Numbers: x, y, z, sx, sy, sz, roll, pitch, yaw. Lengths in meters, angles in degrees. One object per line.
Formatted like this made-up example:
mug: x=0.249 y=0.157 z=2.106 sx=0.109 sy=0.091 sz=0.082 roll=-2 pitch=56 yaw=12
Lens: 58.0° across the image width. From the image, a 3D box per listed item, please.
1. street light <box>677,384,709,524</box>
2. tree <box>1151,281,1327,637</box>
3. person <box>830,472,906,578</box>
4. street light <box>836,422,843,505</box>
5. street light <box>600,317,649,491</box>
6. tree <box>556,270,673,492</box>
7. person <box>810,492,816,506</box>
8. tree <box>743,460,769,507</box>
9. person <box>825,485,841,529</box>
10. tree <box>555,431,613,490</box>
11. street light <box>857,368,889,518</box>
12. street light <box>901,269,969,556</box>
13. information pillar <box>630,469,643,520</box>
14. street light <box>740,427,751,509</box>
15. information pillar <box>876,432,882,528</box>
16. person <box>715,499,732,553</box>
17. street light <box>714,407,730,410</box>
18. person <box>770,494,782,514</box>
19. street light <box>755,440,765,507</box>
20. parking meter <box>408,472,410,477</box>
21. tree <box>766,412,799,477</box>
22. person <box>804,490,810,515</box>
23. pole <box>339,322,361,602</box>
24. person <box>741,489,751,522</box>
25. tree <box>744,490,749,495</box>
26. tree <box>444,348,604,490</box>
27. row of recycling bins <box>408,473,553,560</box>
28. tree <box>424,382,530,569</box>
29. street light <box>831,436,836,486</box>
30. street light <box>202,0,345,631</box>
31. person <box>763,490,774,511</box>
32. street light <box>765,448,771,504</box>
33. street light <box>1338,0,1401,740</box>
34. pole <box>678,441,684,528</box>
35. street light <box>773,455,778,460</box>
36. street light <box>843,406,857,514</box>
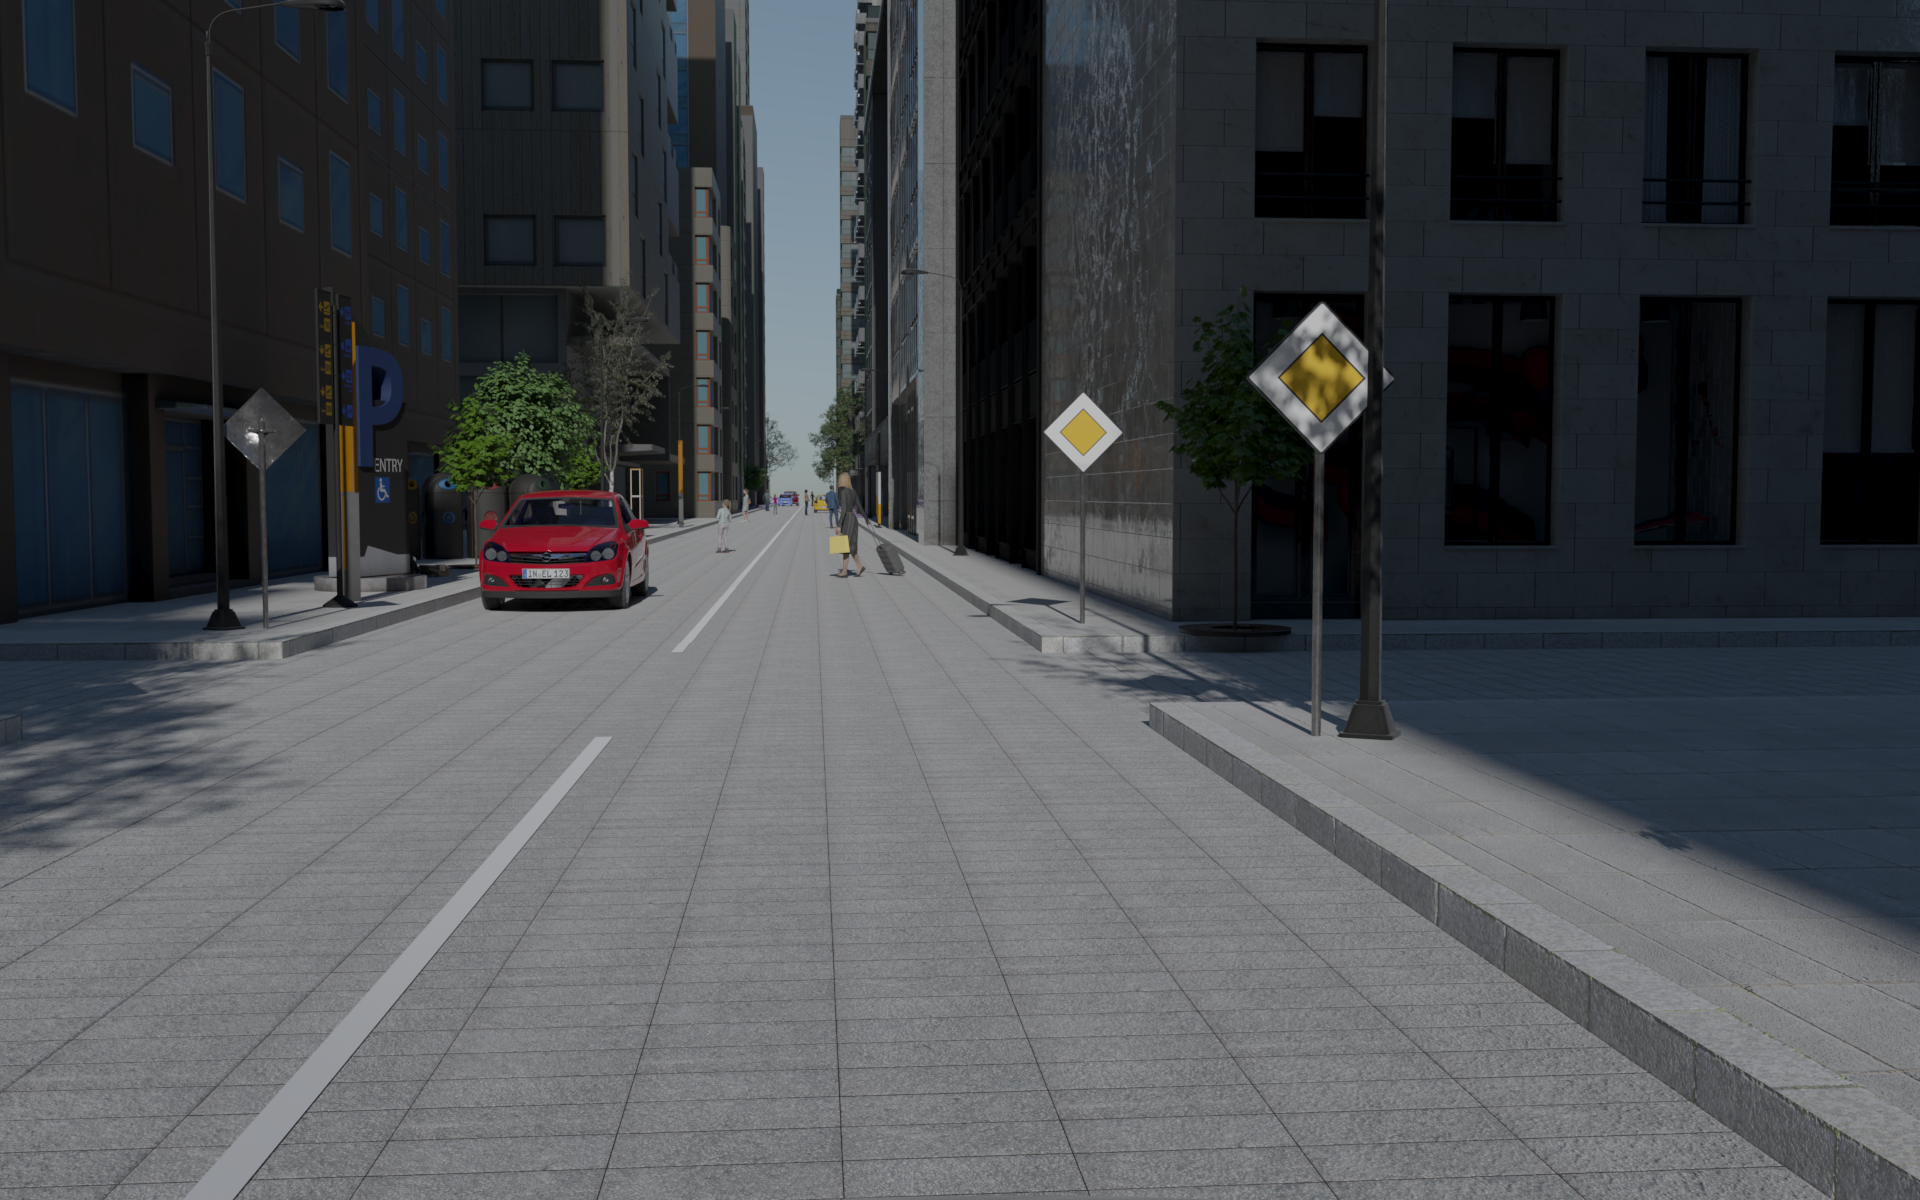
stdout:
street light: x=-11.311 y=-6.163 z=73.303 sx=1.470 sy=5.913 sz=1.316 roll=0 pitch=4 yaw=-5
tree: x=2.533 y=-1.296 z=15.795 sx=1.663 sy=3.219 sz=1.824 roll=0 pitch=3 yaw=0
person: x=-1.614 y=-1.295 z=29.892 sx=1.509 sy=1.804 sz=0.699 roll=-2 pitch=4 yaw=-32
street light: x=-7.083 y=-8.507 z=111.631 sx=1.470 sy=5.913 sz=1.316 roll=0 pitch=4 yaw=-5
street light: x=-8.883 y=-4.470 z=45.624 sx=1.470 sy=5.913 sz=1.316 roll=0 pitch=4 yaw=-5
tree: x=-11.606 y=-6.554 z=57.523 sx=4.360 sy=8.622 sz=3.978 roll=0 pitch=3 yaw=0
person: x=-17.126 y=-11.775 z=201.837 sx=0.721 sy=1.723 sz=1.217 roll=-3 pitch=4 yaw=-37
tree: x=-20.017 y=-11.176 z=166.448 sx=4.285 sy=4.588 sz=4.351 roll=0 pitch=3 yaw=0
person: x=-5.261 y=-3.867 z=71.911 sx=0.721 sy=1.800 sz=0.419 roll=1 pitch=4 yaw=18
tree: x=-11.420 y=-3.482 z=51.524 sx=1.663 sy=3.219 sz=1.824 roll=0 pitch=3 yaw=0
street light: x=-2.974 y=-5.600 z=64.104 sx=1.470 sy=5.913 sz=1.316 roll=0 pitch=4 yaw=-5
street light: x=-0.523 y=-3.874 z=35.886 sx=1.470 sy=5.913 sz=1.316 roll=0 pitch=4 yaw=-5
information pillar: x=-9.380 y=-2.800 z=50.270 sx=0.304 sy=2.012 sz=0.304 roll=0 pitch=4 yaw=2
street light: x=-15.376 y=-9.056 z=120.607 sx=1.470 sy=5.913 sz=1.316 roll=0 pitch=4 yaw=-5
information pillar: x=-3.086 y=-4.539 z=65.563 sx=0.183 sy=3.616 sz=0.504 roll=-1 pitch=4 yaw=-13
person: x=-5.754 y=-1.787 z=41.996 sx=0.394 sy=1.301 sz=0.425 roll=2 pitch=4 yaw=35
street light: x=-13.015 y=-7.355 z=92.796 sx=1.470 sy=5.913 sz=1.316 roll=0 pitch=4 yaw=-5
person: x=-13.137 y=-6.834 z=123.458 sx=0.991 sy=1.433 sz=0.599 roll=-2 pitch=4 yaw=-34
street light: x=-17.650 y=-10.747 z=148.249 sx=1.470 sy=5.913 sz=1.316 roll=0 pitch=4 yaw=-5
parking meter: x=-12.778 y=-2.077 z=39.667 sx=0.399 sy=1.863 sz=0.255 roll=0 pitch=4 yaw=4
tree: x=-28.055 y=-20.719 z=249.117 sx=12.009 sy=13.543 sz=11.850 roll=0 pitch=3 yaw=0
person: x=-10.242 y=-6.554 z=116.360 sx=0.721 sy=1.736 sz=1.217 roll=0 pitch=4 yaw=7
pole: x=-7.276 y=-1.637 z=20.610 sx=0.158 sy=3.312 sz=0.155 roll=0 pitch=3 yaw=0
person: x=-11.018 y=-4.868 z=89.102 sx=0.522 sy=1.701 sz=0.512 roll=-1 pitch=4 yaw=-10
tree: x=-21.872 y=-10.984 z=174.182 sx=1.663 sy=3.219 sz=1.824 roll=0 pitch=3 yaw=0
tree: x=-9.737 y=-3.377 z=38.923 sx=4.285 sy=4.588 sz=4.351 roll=0 pitch=3 yaw=0
row of recycling bins: x=-9.876 y=-1.674 z=34.476 sx=3.534 sy=1.692 sz=1.069 roll=-2 pitch=4 yaw=-34
tree: x=-8.333 y=-2.154 z=29.813 sx=1.663 sy=3.219 sz=1.824 roll=0 pitch=3 yaw=0
street light: x=-9.478 y=-10.221 z=139.647 sx=1.470 sy=5.913 sz=1.316 roll=0 pitch=4 yaw=-5
street light: x=-6.436 y=-2.675 z=16.273 sx=1.470 sy=5.913 sz=1.316 roll=0 pitch=4 yaw=-5
person: x=-16.157 y=-8.369 z=145.420 sx=1.350 sy=1.814 sz=0.705 roll=3 pitch=5 yaw=42
street light: x=-20.054 y=-12.431 z=175.784 sx=1.470 sy=5.913 sz=1.316 roll=0 pitch=4 yaw=-5
street light: x=1.635 y=-2.228 z=8.972 sx=1.470 sy=5.913 sz=1.316 roll=0 pitch=4 yaw=-5
pole: x=-10.641 y=-4.416 z=66.043 sx=0.158 sy=3.312 sz=0.155 roll=0 pitch=3 yaw=0
street light: x=-22.483 y=-14.124 z=203.473 sx=1.470 sy=5.913 sz=1.316 roll=0 pitch=4 yaw=-5
street light: x=-5.306 y=-7.290 z=91.740 sx=1.470 sy=5.913 sz=1.316 roll=0 pitch=4 yaw=-5
